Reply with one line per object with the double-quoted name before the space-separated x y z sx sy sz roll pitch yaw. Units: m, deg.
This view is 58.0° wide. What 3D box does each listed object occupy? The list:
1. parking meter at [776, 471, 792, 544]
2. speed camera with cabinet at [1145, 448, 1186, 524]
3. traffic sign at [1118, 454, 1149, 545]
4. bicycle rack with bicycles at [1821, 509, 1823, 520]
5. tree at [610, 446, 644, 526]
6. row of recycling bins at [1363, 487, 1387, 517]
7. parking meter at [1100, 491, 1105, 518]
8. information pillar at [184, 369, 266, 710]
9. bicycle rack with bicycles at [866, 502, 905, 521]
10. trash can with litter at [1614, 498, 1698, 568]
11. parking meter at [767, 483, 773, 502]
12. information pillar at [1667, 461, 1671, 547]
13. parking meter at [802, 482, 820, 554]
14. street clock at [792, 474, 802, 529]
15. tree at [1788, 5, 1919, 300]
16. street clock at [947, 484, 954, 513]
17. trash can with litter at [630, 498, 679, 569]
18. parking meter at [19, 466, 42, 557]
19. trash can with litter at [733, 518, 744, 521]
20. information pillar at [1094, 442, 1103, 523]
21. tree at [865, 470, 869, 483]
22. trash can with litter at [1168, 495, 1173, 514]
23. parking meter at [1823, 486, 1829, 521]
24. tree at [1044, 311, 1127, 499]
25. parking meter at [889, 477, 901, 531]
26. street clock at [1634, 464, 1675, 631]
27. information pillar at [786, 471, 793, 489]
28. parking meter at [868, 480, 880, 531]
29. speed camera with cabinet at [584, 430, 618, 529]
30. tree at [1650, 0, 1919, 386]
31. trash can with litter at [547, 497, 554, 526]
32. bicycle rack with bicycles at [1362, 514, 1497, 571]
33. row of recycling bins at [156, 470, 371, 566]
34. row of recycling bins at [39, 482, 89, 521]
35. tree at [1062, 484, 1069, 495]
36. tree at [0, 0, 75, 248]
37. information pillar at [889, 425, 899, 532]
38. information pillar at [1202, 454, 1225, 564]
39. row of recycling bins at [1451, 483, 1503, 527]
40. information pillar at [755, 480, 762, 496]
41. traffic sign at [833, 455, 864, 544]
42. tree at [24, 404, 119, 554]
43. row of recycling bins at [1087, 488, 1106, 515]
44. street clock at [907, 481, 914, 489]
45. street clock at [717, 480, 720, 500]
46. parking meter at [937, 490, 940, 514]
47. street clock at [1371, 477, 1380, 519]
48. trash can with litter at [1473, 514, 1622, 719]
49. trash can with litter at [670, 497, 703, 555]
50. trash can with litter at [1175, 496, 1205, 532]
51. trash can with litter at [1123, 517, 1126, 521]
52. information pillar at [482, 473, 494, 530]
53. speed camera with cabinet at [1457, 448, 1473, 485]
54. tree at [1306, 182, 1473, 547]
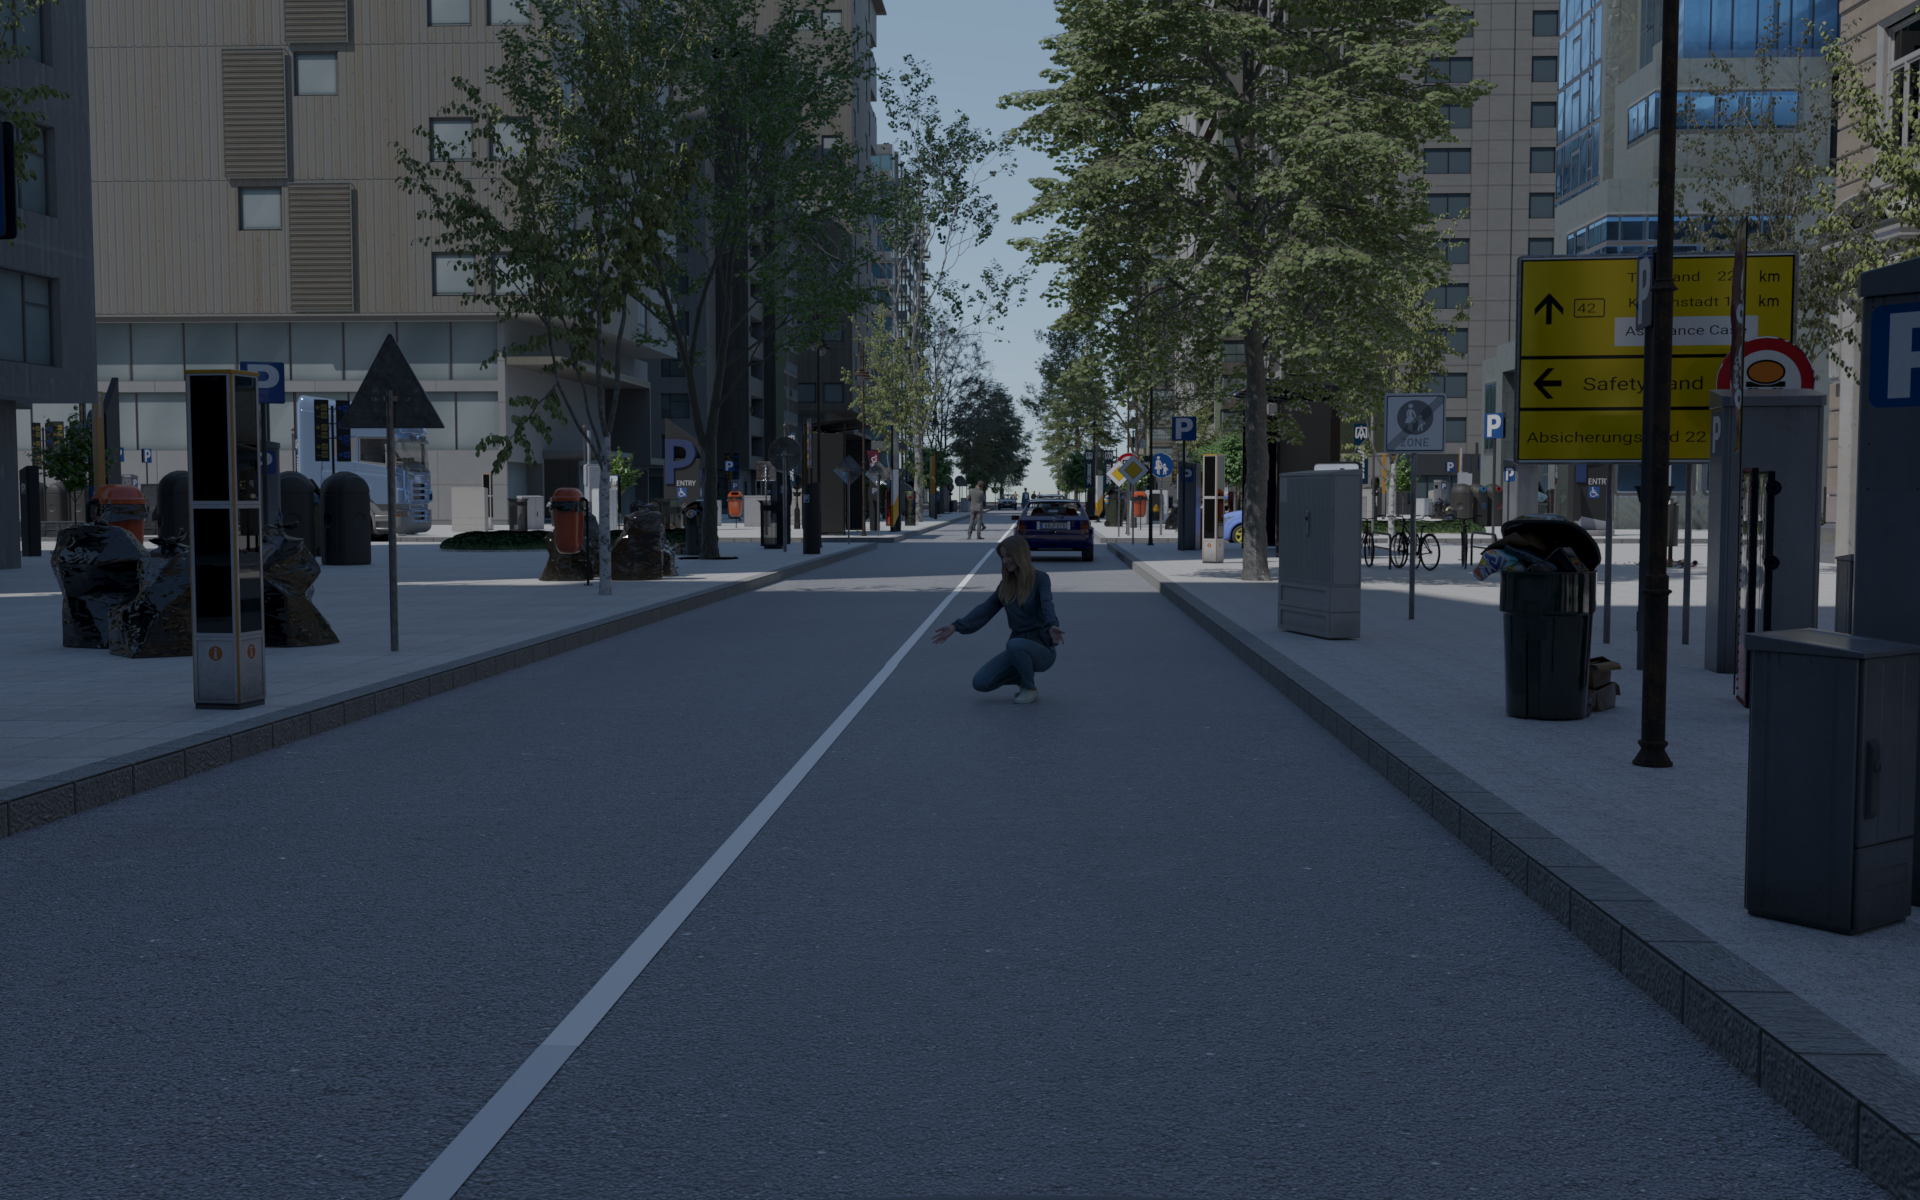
"parking meter" -4.487 -2.358 44.270 0.399 1.863 0.255 0 4 -7
"speed camera with cabinet" 9.022 -4.920 74.771 2.038 3.252 0.660 0 4 4
"traffic sign" 4.391 -2.465 43.940 0.795 2.450 0.064 0 4 3
"bicycle rack with bicycles" 29.987 -2.848 59.955 2.925 0.926 2.852 -2 4 -34
"tree" -13.737 -4.578 69.452 1.663 3.219 1.824 0 3 0
"row of recycling bins" 23.036 -5.484 96.775 1.069 1.692 3.534 0 4 2
"parking meter" 7.567 -5.157 92.729 0.372 1.533 0.369 0 3 0
"information pillar" -4.400 -0.360 10.386 0.304 2.012 0.304 1 4 8
"bicycle rack with bicycles" -3.996 -4.256 82.969 2.852 0.926 2.925 -3 5 -42
"trash can with litter" 12.595 -1.216 30.931 1.678 1.210 2.233 1 4 20
"parking meter" -10.030 -5.201 90.746 0.399 1.863 0.255 -1 4 -12
"information pillar" 17.176 -3.106 42.143 0.183 3.616 0.504 3 5 41
"parking meter" -3.173 -1.749 36.999 0.372 1.533 0.369 0 3 0
"street clock" -5.962 -3.596 63.372 0.471 2.002 0.358 1 4 16
"tree" 12.068 -4.262 20.047 4.737 8.622 4.395 0 3 0
"street clock" -0.641 -7.089 120.481 0.358 2.002 0.471 3 5 45
"trash can with litter" -5.662 -1.094 28.952 2.233 1.210 1.678 -1 4 -23
"parking meter" -19.122 -1.829 35.619 0.399 1.863 0.255 3 4 37
"trash can with litter" -9.829 -4.343 82.061 2.233 1.210 1.678 -2 4 -26
"information pillar" 6.278 -5.307 78.121 0.183 3.616 0.504 3 4 36
"tree" -6.721 -7.689 120.318 1.663 3.219 1.824 0 3 0
"trash can with litter" 14.299 -6.830 122.734 1.678 1.210 2.233 2 4 33
"parking meter" 28.632 -2.974 57.032 0.372 1.533 0.369 0 3 0
"tree" 12.569 -19.653 177.208 12.611 20.169 13.585 0 3 0
"parking meter" -2.227 -3.286 59.429 0.399 1.863 0.255 0 4 8
"street clock" 6.469 -0.709 16.158 0.471 2.002 0.358 -2 4 -34
"information pillar" -8.530 -5.838 86.798 0.183 3.616 0.504 -3 4 -38
"parking meter" -3.003 -3.357 60.591 0.399 1.863 0.255 0 4 -1
"speed camera with cabinet" -11.065 -3.607 53.313 0.660 3.252 2.038 -2 4 -25
"tree" 12.748 -4.678 26.850 4.360 8.622 3.978 0 3 0
"trash can with litter" -15.706 -3.481 68.309 1.055 1.170 0.624 -3 5 -44
"bicycle rack with bicycles" 8.099 -1.021 30.075 2.852 0.926 2.925 0 4 5
"row of recycling bins" -12.347 -1.450 30.819 3.534 1.692 1.069 -2 4 -24
"row of recycling bins" -29.649 -3.114 58.029 3.534 1.692 1.069 0 4 6
"tree" 13.216 -13.184 210.161 1.663 3.219 1.824 0 3 0
"tree" -12.819 -4.307 20.786 4.737 8.622 4.395 0 3 0
"information pillar" -2.216 -4.119 58.699 0.183 3.616 0.504 1 4 20
"information pillar" 4.691 -1.685 32.049 0.304 2.012 0.304 3 4 38
"row of recycling bins" 20.696 -3.746 68.366 3.534 1.692 1.069 -2 4 -33
"information pillar" -10.369 -5.179 89.175 0.304 2.012 0.304 -1 4 -9
"traffic sign" -2.844 -2.487 44.298 0.795 2.450 0.064 0 4 3
"tree" -18.893 -2.607 37.219 1.663 3.219 1.824 0 3 0
"row of recycling bins" 8.359 -5.927 104.013 1.069 1.692 3.534 1 4 16
"street clock" -2.714 -5.585 95.891 0.471 2.002 0.358 1 4 21
"street clock" -12.285 -5.085 87.715 0.358 2.002 0.471 -1 4 -10
"parking meter" -1.437 -6.146 108.900 0.372 1.533 0.369 0 3 0
"street clock" 17.591 -4.210 73.409 0.358 2.002 0.471 2 4 33
"trash can with litter" 3.484 0.075 10.166 0.624 1.170 1.055 3 4 37
"trash can with litter" -5.724 -1.533 36.447 0.624 1.170 1.055 -3 5 -41
"trash can with litter" 7.332 -2.656 54.815 1.055 1.170 0.624 2 4 23
"trash can with litter" 7.758 -4.391 83.182 0.624 1.170 1.055 -1 4 -22
"information pillar" -16.742 -3.482 61.415 0.304 2.012 0.304 0 4 1
"speed camera with cabinet" 21.321 -4.811 72.994 0.660 3.252 2.038 1 4 15
"tree" 10.403 -5.590 41.761 4.737 8.622 4.395 0 3 0
